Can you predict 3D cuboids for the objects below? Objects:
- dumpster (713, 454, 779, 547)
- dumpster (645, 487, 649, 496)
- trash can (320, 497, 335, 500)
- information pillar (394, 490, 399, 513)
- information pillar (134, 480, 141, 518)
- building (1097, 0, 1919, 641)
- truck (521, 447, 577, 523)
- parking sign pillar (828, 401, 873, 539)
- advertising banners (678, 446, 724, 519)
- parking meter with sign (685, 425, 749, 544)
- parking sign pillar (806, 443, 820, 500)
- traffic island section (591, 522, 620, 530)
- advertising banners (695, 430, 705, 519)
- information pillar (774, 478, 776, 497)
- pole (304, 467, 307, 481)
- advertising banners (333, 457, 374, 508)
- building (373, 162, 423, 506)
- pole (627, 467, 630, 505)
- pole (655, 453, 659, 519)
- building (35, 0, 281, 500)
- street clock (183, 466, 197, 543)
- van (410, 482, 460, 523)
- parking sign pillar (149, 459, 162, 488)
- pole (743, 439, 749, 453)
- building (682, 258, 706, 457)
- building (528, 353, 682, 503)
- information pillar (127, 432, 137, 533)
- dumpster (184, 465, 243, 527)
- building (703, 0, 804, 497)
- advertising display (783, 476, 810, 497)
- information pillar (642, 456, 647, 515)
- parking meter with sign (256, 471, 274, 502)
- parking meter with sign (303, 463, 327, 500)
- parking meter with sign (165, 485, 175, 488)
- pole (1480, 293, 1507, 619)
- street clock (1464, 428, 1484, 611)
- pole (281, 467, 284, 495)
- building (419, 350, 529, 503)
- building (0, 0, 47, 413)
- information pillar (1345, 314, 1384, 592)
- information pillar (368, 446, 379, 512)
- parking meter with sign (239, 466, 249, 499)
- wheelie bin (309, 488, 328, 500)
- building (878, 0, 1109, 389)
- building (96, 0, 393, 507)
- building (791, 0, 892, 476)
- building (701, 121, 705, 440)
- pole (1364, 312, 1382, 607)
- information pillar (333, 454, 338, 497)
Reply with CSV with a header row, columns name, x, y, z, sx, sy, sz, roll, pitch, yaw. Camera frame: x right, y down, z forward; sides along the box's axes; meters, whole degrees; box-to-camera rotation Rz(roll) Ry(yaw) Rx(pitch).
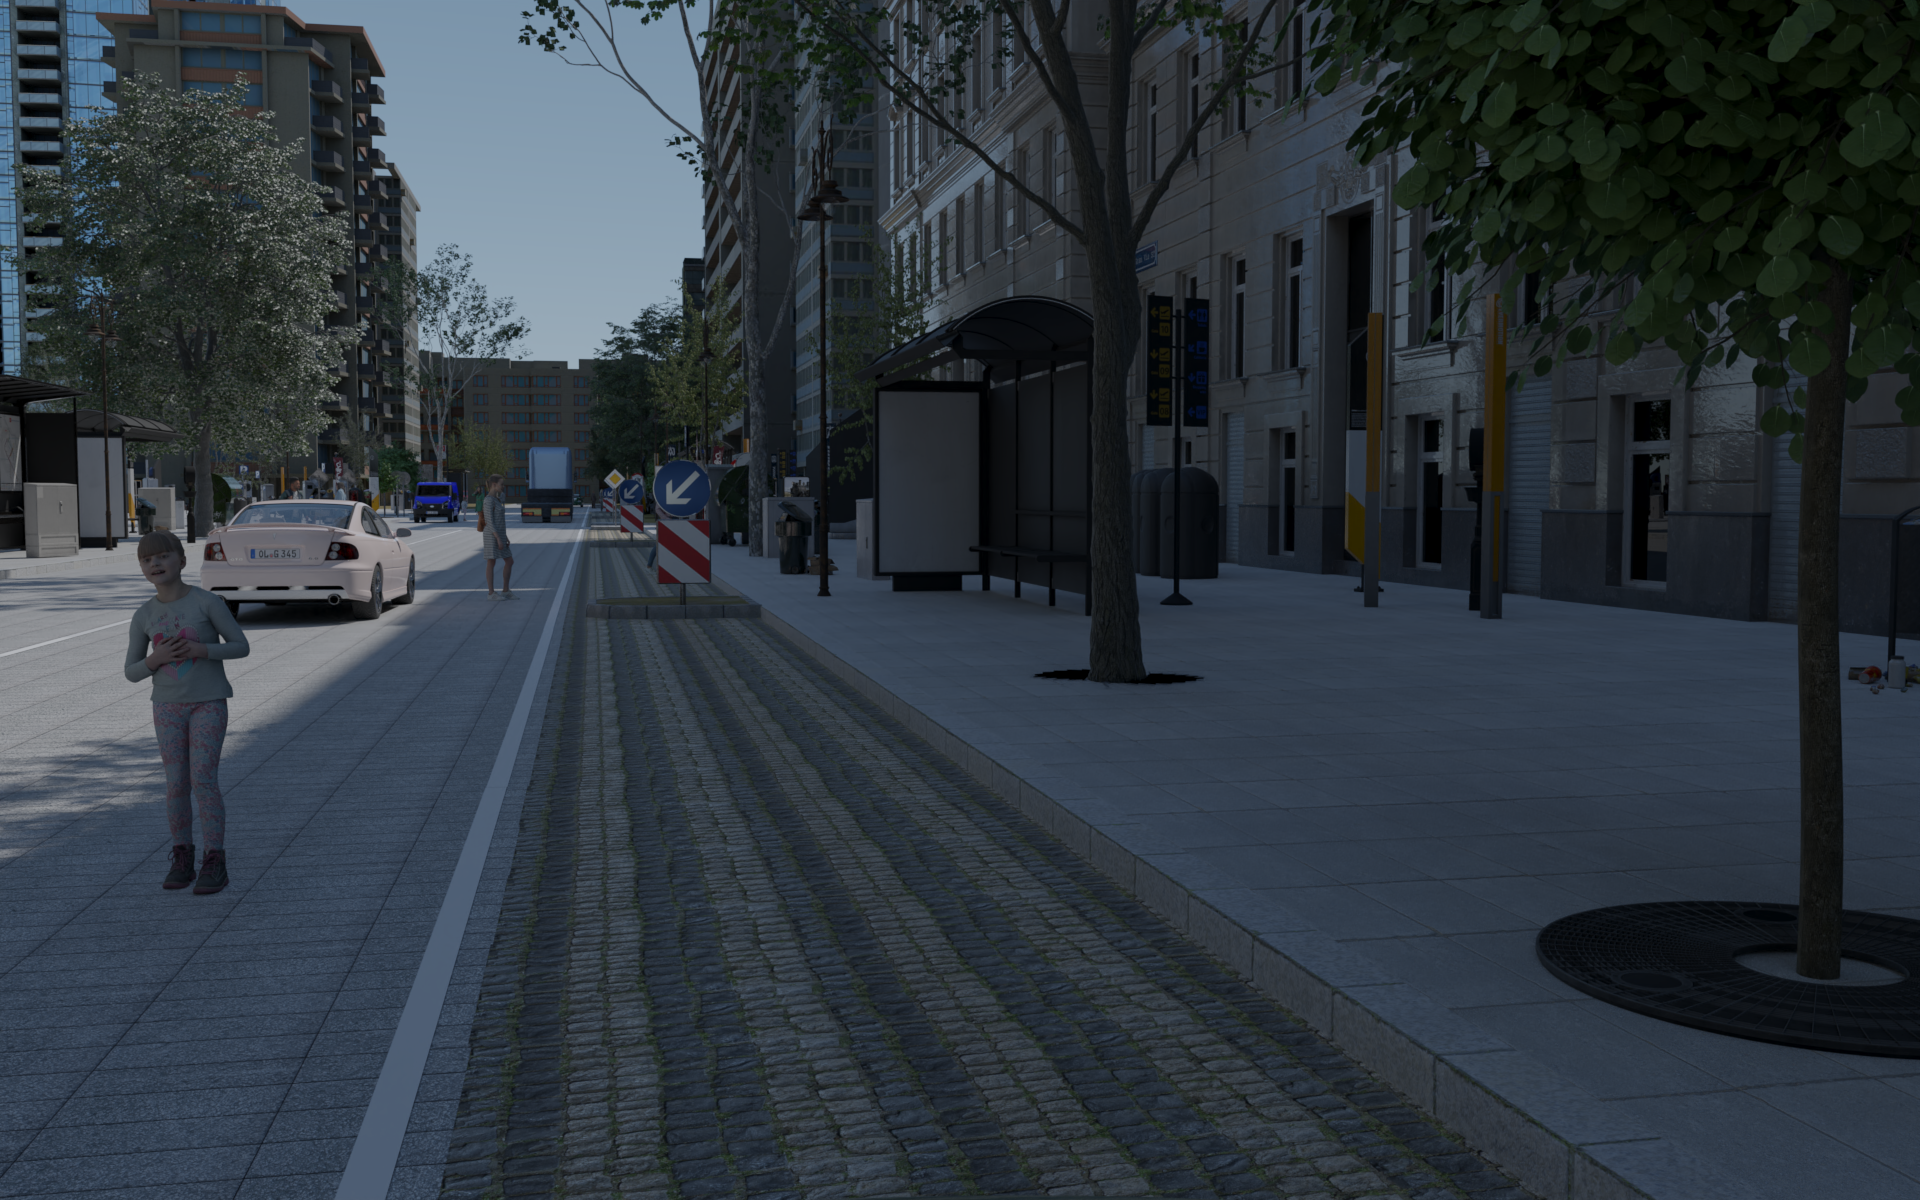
name,x,y,z,sx,sy,sz,roll,pitch,yaw
dumpster,-5.318,-2.477,42.987,1.502,2.255,1.985,-1,4,-12
dumpster,-25.723,-8.398,139.796,1.502,2.255,1.985,-1,4,-12
trash can,-26.926,-3.811,73.961,0.748,1.137,0.748,0,3,0
information pillar,-37.657,-6.803,115.726,0.304,2.012,0.304,-1,4,-8
information pillar,-44.400,-5.444,93.493,0.304,2.012,0.304,3,4,37
building,11.448,-14.055,27.059,12.463,27.353,25.104,-1,4,-12
truck,-22.344,-6.387,94.185,2.967,4.110,18.799,-1,4,-12
parking sign pillar,-3.056,-3.733,49.502,1.447,3.967,1.447,0,4,7
advertising banners,-9.328,-4.040,62.249,2.074,3.025,0.090,-3,5,-40
parking meter with sign,-6.120,-2.933,44.214,1.738,3.016,0.543,-1,4,-13
parking sign pillar,-6.952,-5.891,84.782,1.447,3.967,1.447,3,5,42
traffic island section,-15.383,-3.347,76.997,2.009,0.180,2.903,-1,4,-12
advertising banners,-7.258,-3.182,48.215,0.090,3.025,2.074,0,4,-4
information pillar,-8.797,-4.683,81.056,0.304,2.012,0.304,-3,4,-39
pole,-48.631,-8.249,128.716,0.158,3.312,0.155,0,3,0
advertising banners,-28.942,-5.288,82.639,0.090,3.025,2.074,3,5,40
building,-73.280,-30.697,193.780,23.993,40.220,32.217,-1,4,-12
pole,-24.140,-8.089,126.103,0.158,3.312,0.155,0,3,0
pole,-15.146,-5.671,86.559,0.158,3.312,0.155,0,3,0
building,-105.134,-56.532,236.962,31.000,86.520,22.319,-1,4,-12
street clock,-20.071,-2.483,45.162,0.358,2.002,0.471,-2,4,-32
van,-26.493,-5.093,87.650,2.240,2.365,5.245,-1,4,-12
parking sign pillar,-57.721,-8.304,124.236,1.447,3.967,1.447,0,4,-6
pole,-7.901,-4.296,64.081,0.158,3.312,0.155,0,3,0
building,-27.171,-27.027,213.597,14.160,30.474,14.107,-1,4,-12
building,-47.560,-25.029,254.264,28.899,21.520,27.650,-1,4,-12
information pillar,-27.114,-3.993,56.638,0.183,3.616,0.504,-1,4,-14
dumpster,-24.991,-3.394,57.978,1.502,2.255,1.985,-1,4,-12
building,-13.141,-33.212,166.720,21.300,48.544,21.600,-1,4,-12
advertising display,-5.892,-3.501,62.453,0.974,1.923,0.123,-1,4,-17
information pillar,-19.605,-7.089,107.266,0.183,3.616,0.504,1,4,11
parking meter with sign,-52.252,-8.235,130.896,0.543,3.016,1.738,3,4,37
parking meter with sign,-36.389,-6.157,96.923,1.738,3.016,0.543,-3,4,-38
parking meter with sign,-63.481,-8.741,139.179,1.738,3.016,0.543,-1,4,-10
pole,5.473,-1.462,17.750,0.158,3.312,0.155,0,3,0
street clock,5.717,-0.885,19.045,0.358,2.002,0.471,1,4,21
pole,-51.317,-8.404,131.249,0.158,3.312,0.155,0,3,0
building,-76.018,-24.717,249.167,28.899,21.520,27.650,-1,4,-12
building,-101.485,-53.833,192.844,31.000,86.520,22.319,-1,4,-12
information pillar,5.285,-1.911,22.597,0.504,3.616,0.183,-1,4,-14
information pillar,-28.730,-5.719,84.855,0.183,3.616,0.504,3,4,36
parking meter with sign,-43.717,-6.672,105.340,0.543,3.016,1.738,-1,4,-10
wheelie bin,-31.618,-4.744,85.466,0.693,1.594,0.980,1,4,20
building,5.472,-15.564,51.739,12.463,27.353,25.104,-1,4,-12
building,-64.597,-30.812,158.406,22.147,44.769,28.867,-1,4,-12
building,2.920,-25.117,102.538,23.993,40.220,32.217,-1,4,-12
building,-16.979,-35.036,192.449,23.786,49.044,30.456,-1,4,-12
pole,4.672,-1.575,19.594,0.158,3.312,0.155,0,3,0
information pillar,-36.061,-6.651,100.098,0.183,3.616,0.504,0,4,7
